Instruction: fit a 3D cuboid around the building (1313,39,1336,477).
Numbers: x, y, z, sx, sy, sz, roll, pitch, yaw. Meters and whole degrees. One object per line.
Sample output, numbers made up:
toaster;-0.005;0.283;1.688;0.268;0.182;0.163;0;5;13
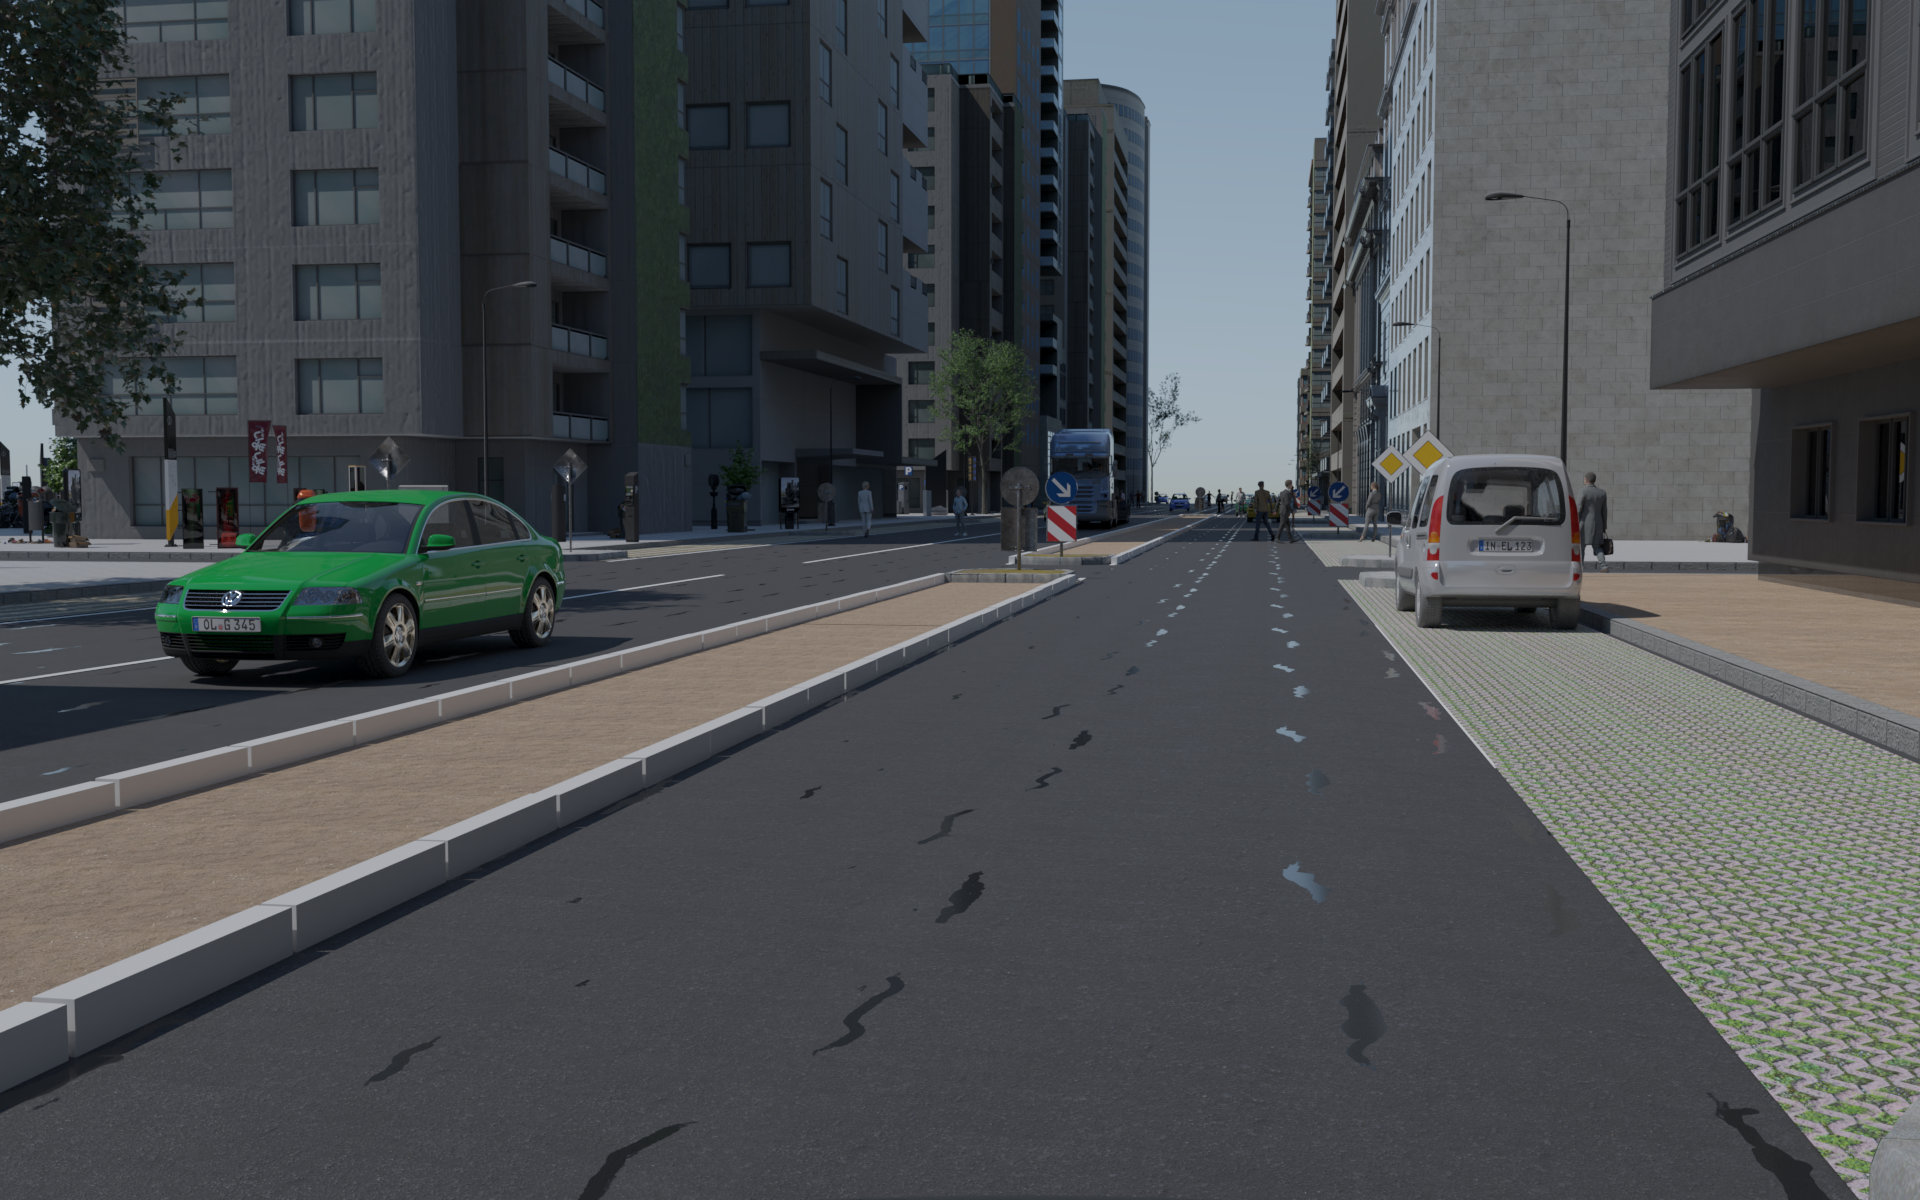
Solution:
building;46.391;-33.412;165.896;23.786;49.044;30.456;1;4;10

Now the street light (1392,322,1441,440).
street light;12.340;-4.537;46.727;1.470;5.913;1.316;1;4;10

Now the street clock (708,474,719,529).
street clock;-8.956;-3.577;63.051;0.358;2.002;0.471;-2;4;-33

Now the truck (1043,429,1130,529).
truck;5.974;-5.360;77.387;2.967;4.110;18.799;1;4;8

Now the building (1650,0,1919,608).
building;15.088;-13.387;12.390;14.314;27.812;24.014;1;4;10

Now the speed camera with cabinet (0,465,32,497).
speed camera with cabinet;-63.613;-7.495;116.879;2.038;3.252;0.660;1;4;20

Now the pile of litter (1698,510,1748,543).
pile of litter;20.386;-1.949;45.838;1.176;0.858;1.719;-1;4;-11

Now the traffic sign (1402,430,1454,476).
traffic sign;7.321;-1.438;27.153;0.795;2.450;0.064;1;4;10

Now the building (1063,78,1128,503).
building;8.583;-35.711;207.571;21.300;48.544;21.600;1;4;10

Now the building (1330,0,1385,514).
building;36.491;-30.157;116.765;21.300;48.544;21.600;1;4;10

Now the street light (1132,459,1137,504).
street light;23.174;-15.519;226.277;1.470;5.913;1.316;1;4;10

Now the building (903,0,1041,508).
building;-1.523;-29.633;134.604;14.600;45.320;14.200;1;4;10

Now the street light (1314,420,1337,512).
street light;23.020;-8.286;108.024;1.470;5.913;1.316;1;4;10

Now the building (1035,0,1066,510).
building;-1.198;-51.628;156.786;22.319;86.520;31.000;1;4;10

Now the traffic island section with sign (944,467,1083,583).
traffic island section with sign;0.887;-1.252;28.604;2.006;1.907;1.989;1;4;10

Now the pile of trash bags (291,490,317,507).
pile of trash bags;-35.417;-4.973;91.062;1.912;1.369;3.447;1;4;12

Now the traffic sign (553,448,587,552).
traffic sign;-8.568;-2.106;38.073;0.795;2.450;0.064;1;4;10

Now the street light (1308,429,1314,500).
street light;25.673;-9.194;122.864;1.470;5.913;1.316;1;4;10

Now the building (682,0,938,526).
building;-16.730;-30.104;81.443;28.713;52.752;27.495;1;4;10

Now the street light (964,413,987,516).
street light;0.832;-7.760;99.411;1.470;5.913;1.316;1;4;10

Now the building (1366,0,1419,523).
building;24.805;-17.566;73.113;13.634;28.700;20.117;1;4;10

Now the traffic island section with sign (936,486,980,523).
traffic island section with sign;-0.030;-4.771;86.632;1.989;1.847;2.006;1;4;10

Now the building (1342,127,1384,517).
building;28.403;-15.535;95.799;13.314;21.916;24.055;1;4;10

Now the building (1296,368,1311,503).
building;62.817;-24.736;249.468;27.650;21.520;28.899;1;4;10

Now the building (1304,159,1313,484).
building;55.418;-34.628;220.786;22.147;44.769;28.867;1;4;10

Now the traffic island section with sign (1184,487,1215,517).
traffic island section with sign;15.220;-6.224;109.901;2.006;1.907;1.989;1;4;10

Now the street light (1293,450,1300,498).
street light;36.489;-12.942;184.137;1.470;5.913;1.316;1;4;10

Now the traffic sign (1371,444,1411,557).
traffic sign;8.707;-1.919;35.018;0.795;2.450;0.064;1;4;10

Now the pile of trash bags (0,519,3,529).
pile of trash bags;-35.571;-3.368;64.821;3.447;1.369;1.912;3;5;40

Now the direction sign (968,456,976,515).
direction sign;0.744;-6.860;104.154;0.379;3.537;0.876;-2;4;-31

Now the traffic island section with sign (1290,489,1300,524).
traffic island section with sign;16.970;-4.588;83.647;1.989;1.847;2.006;1;4;10

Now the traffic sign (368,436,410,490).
traffic sign;-9.954;-1.625;30.208;0.795;2.450;0.064;1;4;10

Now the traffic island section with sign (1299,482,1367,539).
traffic island section with sign;12.084;-2.892;55.916;1.989;1.847;2.006;1;4;10

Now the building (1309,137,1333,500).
building;47.748;-31.609;200.405;14.154;41.232;14.086;1;4;10

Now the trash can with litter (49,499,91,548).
trash can with litter;-21.220;-1.836;41.399;1.055;1.170;0.624;1;4;23

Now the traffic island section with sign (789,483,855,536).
traffic island section with sign;-4.714;-3.147;60.086;1.989;1.847;2.006;1;4;10

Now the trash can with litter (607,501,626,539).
trash can with litter;-9.718;-2.343;49.693;1.055;1.170;0.624;3;4;37

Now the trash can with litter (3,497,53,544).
trash can with litter;-24.249;-2.086;45.164;2.233;1.210;1.678;2;4;27

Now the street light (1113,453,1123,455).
street light;17.723;-13.646;195.648;1.470;5.913;1.316;1;4;10

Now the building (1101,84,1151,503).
building;15.599;-43.171;247.848;21.231;58.520;28.212;1;4;10

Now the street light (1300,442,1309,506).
street light;31.121;-11.067;153.493;1.470;5.913;1.316;1;4;10

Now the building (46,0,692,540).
building;-17.290;-22.576;52.715;14.154;41.232;14.086;1;4;10

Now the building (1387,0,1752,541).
building;19.719;-12.274;55.433;10.420;20.320;16.860;1;4;10

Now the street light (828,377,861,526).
street light;-4.593;-5.886;68.778;1.470;5.913;1.316;1;4;10

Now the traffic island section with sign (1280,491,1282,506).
traffic island section with sign;25.745;-7.631;133.397;1.989;1.847;2.006;1;4;10

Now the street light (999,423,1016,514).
street light;3.282;-8.631;113.650;1.470;5.913;1.316;1;4;10

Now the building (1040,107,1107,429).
building;7.507;-30.330;179.486;14.154;41.232;14.086;1;4;10

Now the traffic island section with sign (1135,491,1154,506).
traffic island section with sign;23.041;-12.779;217.558;1.989;1.847;2.006;1;4;10

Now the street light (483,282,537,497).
street light;-9.933;-4.012;38.129;1.470;5.913;1.316;1;4;10

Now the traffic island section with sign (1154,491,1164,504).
traffic island section with sign;27.798;-14.428;244.529;1.989;1.847;2.006;1;4;10

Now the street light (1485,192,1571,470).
street light;8.764;-3.313;26.706;1.470;5.913;1.316;1;4;10

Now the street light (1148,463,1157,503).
street light;28.532;-17.393;256.922;1.470;5.913;1.316;1;4;10

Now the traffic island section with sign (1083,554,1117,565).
traffic island section with sign;2.183;-1.698;35.897;2.006;1.907;1.989;1;4;10

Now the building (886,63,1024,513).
building;-3.476;-21.332;120.476;14.160;30.474;14.107;1;4;10

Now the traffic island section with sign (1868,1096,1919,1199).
traffic island section with sign;2.713;0.356;2.802;1.989;1.847;2.006;1;4;10

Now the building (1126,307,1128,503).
building;14.296;-27.785;225.978;14.160;30.474;14.107;1;4;10

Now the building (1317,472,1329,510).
building;45.407;-27.320;138.557;32.217;40.220;23.993;1;4;10

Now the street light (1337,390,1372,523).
street light;17.699;-6.412;77.372;1.470;5.913;1.316;1;4;10
